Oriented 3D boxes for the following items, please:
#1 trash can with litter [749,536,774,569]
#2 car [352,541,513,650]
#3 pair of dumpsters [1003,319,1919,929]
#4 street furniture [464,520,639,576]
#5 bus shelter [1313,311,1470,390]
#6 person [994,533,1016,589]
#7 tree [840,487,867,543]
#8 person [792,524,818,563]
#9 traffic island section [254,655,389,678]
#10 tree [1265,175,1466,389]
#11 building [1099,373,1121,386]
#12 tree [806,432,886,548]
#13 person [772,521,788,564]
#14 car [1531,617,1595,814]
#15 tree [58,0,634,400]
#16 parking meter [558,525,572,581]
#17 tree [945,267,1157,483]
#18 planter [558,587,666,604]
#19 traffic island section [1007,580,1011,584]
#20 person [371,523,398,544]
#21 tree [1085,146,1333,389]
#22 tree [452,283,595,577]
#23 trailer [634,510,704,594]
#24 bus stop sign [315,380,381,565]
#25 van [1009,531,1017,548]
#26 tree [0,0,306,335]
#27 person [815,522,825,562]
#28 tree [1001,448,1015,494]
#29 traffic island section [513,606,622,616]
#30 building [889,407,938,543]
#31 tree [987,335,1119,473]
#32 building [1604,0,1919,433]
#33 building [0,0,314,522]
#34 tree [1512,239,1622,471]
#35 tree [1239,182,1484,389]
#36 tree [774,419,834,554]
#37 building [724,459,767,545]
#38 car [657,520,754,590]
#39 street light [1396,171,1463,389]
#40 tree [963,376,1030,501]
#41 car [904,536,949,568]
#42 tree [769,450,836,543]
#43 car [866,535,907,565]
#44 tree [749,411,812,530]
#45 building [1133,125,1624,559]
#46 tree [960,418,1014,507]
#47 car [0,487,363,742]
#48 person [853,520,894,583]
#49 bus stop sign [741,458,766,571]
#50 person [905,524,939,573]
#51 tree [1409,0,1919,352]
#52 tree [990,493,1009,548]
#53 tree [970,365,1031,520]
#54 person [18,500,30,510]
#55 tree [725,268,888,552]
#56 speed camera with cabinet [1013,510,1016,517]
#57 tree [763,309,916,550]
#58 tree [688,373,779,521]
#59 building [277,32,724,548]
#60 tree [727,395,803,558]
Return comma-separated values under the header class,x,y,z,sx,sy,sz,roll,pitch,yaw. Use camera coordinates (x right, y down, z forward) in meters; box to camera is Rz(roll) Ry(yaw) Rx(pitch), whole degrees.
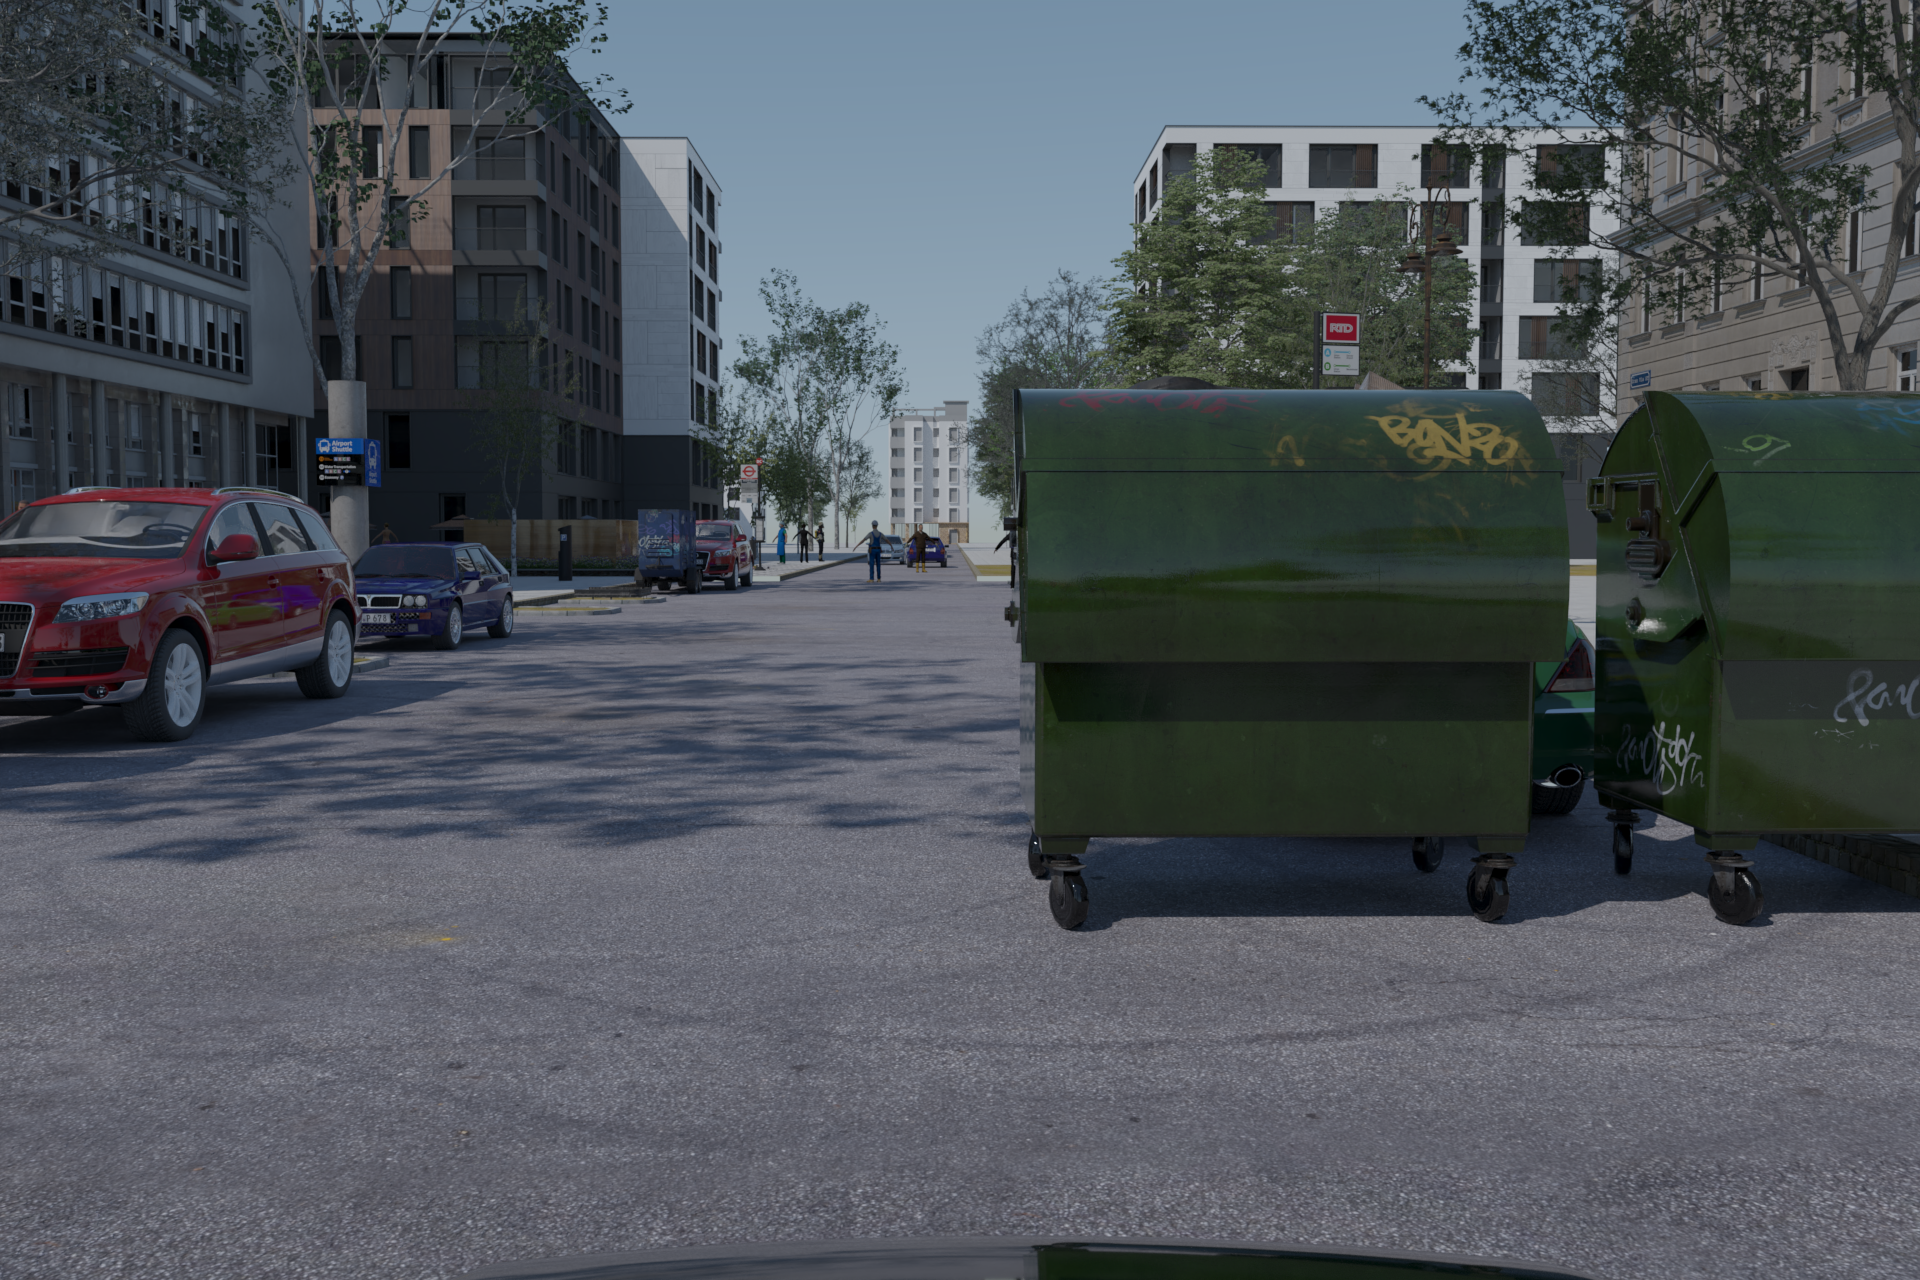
class,x,y,z,sx,sy,sz,roll,pitch,yaw
trash can with litter,-7.487,-3.227,63.813,1.678,1.210,2.233,0,4,-1
car,-7.092,-0.615,22.635,1.945,1.354,3.894,0,3,0
pair of dumpsters,2.386,-0.112,6.790,4.436,2.255,1.574,0,4,-1
street furniture,-11.892,-2.909,54.421,11.010,1.723,9.812,0,4,0
bus shelter,6.198,-3.137,28.929,2.179,5.291,8.768,0,4,0
person,1.522,-2.272,45.537,1.347,1.837,0.705,1,4,15
tree,-15.379,-18.305,249.641,4.737,8.622,4.395,0,3,0
person,-6.906,-4.299,77.003,1.216,1.740,0.721,1,4,11
traffic island section,-7.179,0.280,18.286,1.991,0.108,1.994,0,4,0
tree,7.838,-5.271,36.542,4.360,8.622,3.978,0,3,0
building,23.120,-20.289,198.188,16.747,18.905,31.486,0,4,-1
tree,-10.551,-13.734,158.964,8.767,10.594,7.601,1,4,19
person,-7.583,-4.116,73.420,0.704,1.817,1.347,-2,4,-31
car,2.239,0.092,10.293,2.131,1.459,4.920,0,4,0
tree,-13.685,-11.219,39.314,12.611,20.169,13.585,0,3,0
parking meter,-10.822,-2.388,47.462,0.372,1.533,0.369,0,3,0
tree,4.861,-10.307,78.882,12.009,13.543,11.850,0,3,0
planter,-7.231,-0.928,36.313,1.991,0.319,1.994,0,4,-1
traffic island section,2.355,-1.655,49.928,1.991,0.108,1.994,0,4,0
person,-23.027,-3.829,69.410,0.721,1.733,1.217,3,4,38
tree,7.450,-8.170,51.708,7.486,12.596,7.792,0,3,0
tree,-13.463,-6.181,51.418,4.360,8.622,3.978,0,3,0
trailer,-7.014,-2.080,41.064,1.471,1.999,3.904,0,4,0
bus stop sign,-10.586,-2.508,30.023,0.837,3.901,0.837,0,4,0
van,2.152,-1.838,34.435,2.240,2.365,5.245,0,4,-1
tree,-12.845,-6.605,18.363,12.009,13.543,11.850,0,3,0
person,-6.422,-4.560,80.343,0.705,1.856,1.354,0,4,-2
tree,4.407,-9.666,108.393,4.737,8.622,4.395,0,3,0
traffic island section,-7.198,-0.514,31.275,1.991,0.108,1.994,0,4,0
building,-9.905,-23.885,249.394,11.380,20.090,16.016,0,4,4
tree,5.014,-10.050,90.068,9.928,11.665,9.643,0,3,0
building,27.510,-15.154,45.030,12.463,27.353,25.104,0,4,-1
building,-32.782,-14.365,42.467,19.016,26.051,41.698,0,3,0
tree,27.028,-9.690,68.809,12.009,13.543,11.850,0,3,0
tree,14.401,-9.612,63.815,9.857,13.997,8.962,0,3,0
tree,-10.355,-9.869,111.725,4.737,8.622,4.395,0,3,0
building,-27.643,-16.260,208.000,9.099,9.664,28.070,0,3,0
car,-6.692,-2.270,45.786,2.281,1.827,5.304,0,3,0
street light,6.074,-3.045,22.570,0.468,5.910,1.993,0,4,0
tree,4.624,-10.101,99.565,8.767,10.594,7.601,-1,4,-20
car,-1.433,-3.805,74.788,1.945,1.354,3.894,0,4,-1
tree,-22.986,-21.039,250.646,9.857,13.997,8.962,0,3,0
car,-3.450,-4.285,82.065,2.014,1.417,4.499,0,4,-1
tree,-10.569,-9.342,103.105,4.737,8.622,4.395,0,3,0
building,23.975,-15.864,103.359,27.936,21.610,32.646,0,4,-1
tree,5.036,-14.479,147.105,12.009,13.543,11.850,0,3,0
car,-6.400,-0.303,13.624,2.281,1.827,5.304,0,4,-1
person,-2.530,-2.629,51.305,1.347,1.847,0.705,-2,4,-28
bus stop sign,-7.248,-4.408,60.768,0.855,3.939,0.416,0,4,1
person,-1.450,-3.421,64.533,1.346,1.812,0.704,-1,4,-21
tree,8.581,-5.025,16.577,8.767,10.594,7.601,0,4,-6
tree,4.098,-12.574,155.939,4.360,8.622,3.978,0,3,0
tree,5.235,-13.436,126.335,9.857,13.997,8.962,0,3,0
person,-15.426,-1.384,28.542,0.709,1.838,0.599,-1,4,-16
tree,-12.340,-16.521,126.000,12.611,20.169,13.585,0,3,0
speed camera with cabinet,2.334,-4.298,64.603,0.660,3.252,2.038,0,4,0
tree,-9.938,-17.631,144.161,12.611,20.169,13.585,0,3,0
tree,-10.560,-7.948,80.306,4.737,8.622,4.395,0,3,0
building,-27.919,-14.872,87.137,27.936,21.610,32.646,0,4,-1
tree,-10.709,-8.723,92.977,4.737,8.622,4.395,0,3,0
